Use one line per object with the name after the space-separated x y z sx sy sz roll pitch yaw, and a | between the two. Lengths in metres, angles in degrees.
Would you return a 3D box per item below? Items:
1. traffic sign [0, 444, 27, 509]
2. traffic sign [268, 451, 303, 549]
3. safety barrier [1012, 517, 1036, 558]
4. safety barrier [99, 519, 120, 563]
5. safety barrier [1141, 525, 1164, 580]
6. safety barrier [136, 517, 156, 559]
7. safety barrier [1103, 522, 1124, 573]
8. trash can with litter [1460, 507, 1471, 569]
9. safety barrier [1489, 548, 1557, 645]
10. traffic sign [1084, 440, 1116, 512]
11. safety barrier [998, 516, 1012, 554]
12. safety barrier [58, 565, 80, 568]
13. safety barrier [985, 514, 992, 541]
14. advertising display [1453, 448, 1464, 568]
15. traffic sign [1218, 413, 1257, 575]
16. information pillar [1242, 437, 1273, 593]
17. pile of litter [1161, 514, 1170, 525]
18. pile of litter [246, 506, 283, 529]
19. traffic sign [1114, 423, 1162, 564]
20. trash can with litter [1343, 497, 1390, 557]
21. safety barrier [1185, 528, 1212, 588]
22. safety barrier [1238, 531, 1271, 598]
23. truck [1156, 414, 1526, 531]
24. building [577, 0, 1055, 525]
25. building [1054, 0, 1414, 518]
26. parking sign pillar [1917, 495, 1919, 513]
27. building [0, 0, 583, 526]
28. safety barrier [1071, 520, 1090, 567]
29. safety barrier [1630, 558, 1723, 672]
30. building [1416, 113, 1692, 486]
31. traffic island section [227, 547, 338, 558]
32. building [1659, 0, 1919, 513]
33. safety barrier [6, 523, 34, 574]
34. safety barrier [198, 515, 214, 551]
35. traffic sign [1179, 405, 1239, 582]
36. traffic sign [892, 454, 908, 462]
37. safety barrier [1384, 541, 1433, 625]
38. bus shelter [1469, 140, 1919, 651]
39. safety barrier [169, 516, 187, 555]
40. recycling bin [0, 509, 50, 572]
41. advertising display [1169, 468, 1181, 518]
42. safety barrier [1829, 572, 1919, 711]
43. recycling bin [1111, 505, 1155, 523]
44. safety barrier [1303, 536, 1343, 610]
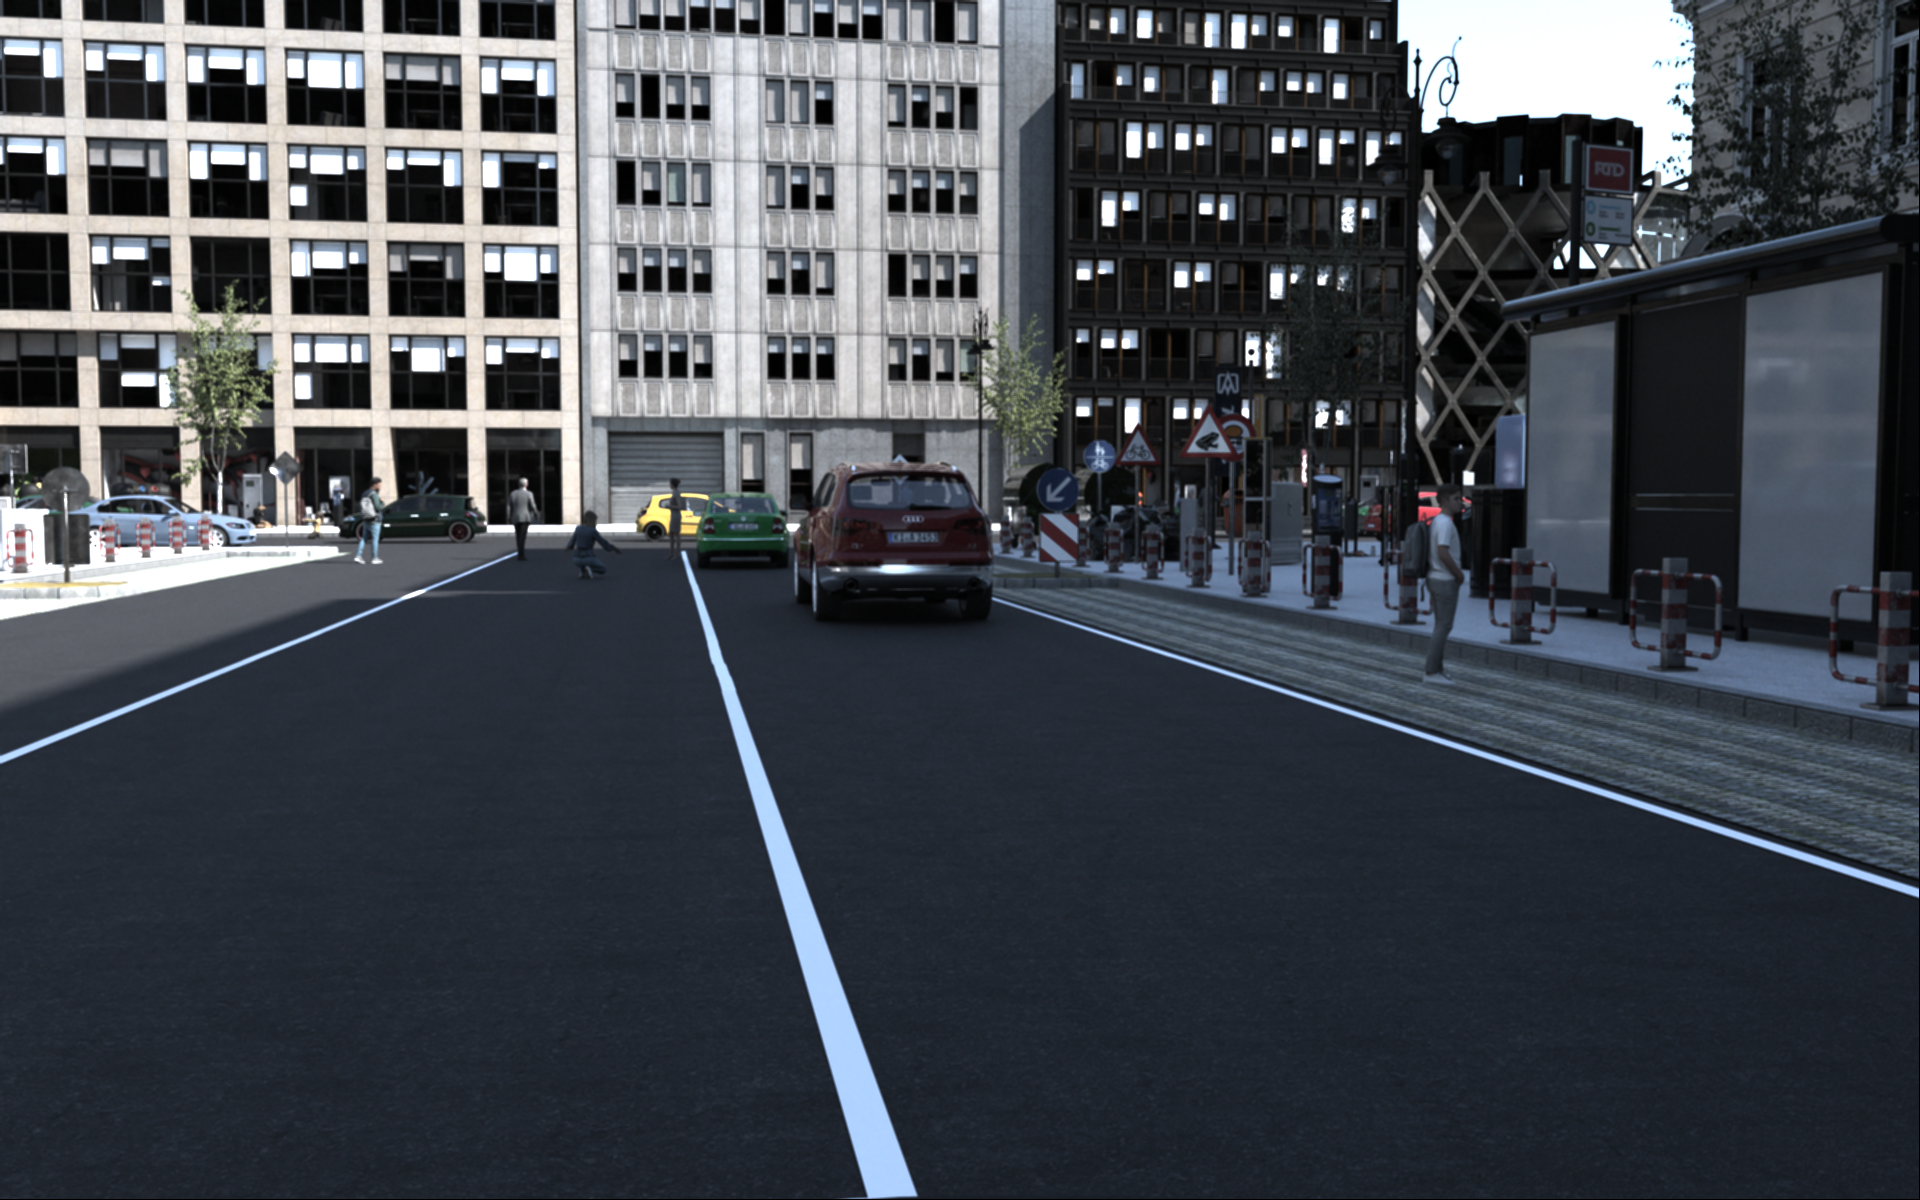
-19.547 -2.055 35.729 0.606 2.300 0.079 0 4 0 | traffic sign
-15.787 -2.259 40.582 0.795 2.450 0.064 -1 4 -10 | traffic sign
1.364 -1.265 34.951 0.300 0.817 1.120 -1 4 -10 | safety barrier
-15.847 -1.101 32.280 0.300 0.817 1.120 -1 4 -10 | safety barrier
2.890 -0.717 26.005 0.300 0.817 1.120 -1 4 -10 | safety barrier
-16.229 -1.238 34.521 0.300 0.817 1.120 -1 4 -10 | safety barrier
2.506 -0.854 28.239 0.300 0.817 1.120 -1 4 -10 | safety barrier
8.505 -1.095 29.294 1.055 1.170 0.624 -1 4 -12 | trash can with litter
4.800 -0.032 14.804 0.300 0.817 1.120 -1 4 -10 | safety barrier
3.292 -2.495 40.904 0.768 2.556 0.104 0 4 -4 | traffic sign
0.986 -1.401 37.186 0.300 0.817 1.120 -1 4 -10 | safety barrier
-15.463 -0.964 30.036 0.300 0.817 1.120 -1 4 -10 | safety barrier
0.600 -1.539 39.432 0.300 0.817 1.120 -1 4 -10 | safety barrier
7.117 -1.197 24.783 0.123 1.923 0.974 1 4 15 | advertising display
4.299 -1.668 27.376 0.768 2.556 0.104 0 4 -7 | traffic sign
3.868 -1.104 22.537 0.304 2.012 0.304 2 4 26 | information pillar
3.991 -1.368 36.339 1.176 0.858 1.719 3 5 43 | pile of litter
-25.966 -3.062 64.025 1.719 0.858 1.176 1 4 18 | pile of litter
3.248 -1.940 31.729 0.884 2.594 0.081 0 4 -5 | traffic sign
8.108 -1.534 36.136 1.678 1.210 2.233 -1 4 -10 | trash can with litter
3.271 -0.581 23.770 0.300 0.817 1.120 -1 4 -10 | safety barrier
3.654 -0.443 21.522 0.300 0.817 1.120 -1 4 -10 | safety barrier
13.077 -4.194 58.329 18.799 4.110 2.967 0 4 -8 | truck
-6.766 -15.923 78.364 19.932 24.808 12.078 -1 4 -10 | building
11.150 -15.341 80.510 15.834 23.373 12.332 -1 4 -10 | building
40.959 -5.204 73.566 1.447 3.967 1.447 0 4 1 | parking sign pillar
-33.913 -16.645 76.655 34.151 26.468 19.350 -1 4 -10 | building
2.128 -0.991 30.475 0.300 0.817 1.120 -1 4 -10 | safety barrier
5.182 0.104 12.569 0.300 0.817 1.120 -1 4 -10 | safety barrier
27.274 -13.368 86.017 16.811 18.784 16.820 -1 4 -10 | building
-15.809 -1.123 40.640 2.009 0.180 2.903 -1 4 -10 | traffic island section
22.002 -14.630 25.106 13.634 28.700 20.117 -1 4 -10 | building
-15.082 -0.827 27.800 0.300 0.817 1.120 -1 4 -10 | safety barrier
-16.996 -1.513 39.014 0.300 0.817 1.120 -1 4 -10 | safety barrier
3.616 -1.545 25.266 0.884 2.594 0.081 0 4 -5 | traffic sign
-1.494 -2.407 42.989 0.795 2.450 0.064 -1 4 -10 | traffic sign
4.416 -0.170 17.051 0.300 0.817 1.120 -1 4 -10 | safety barrier
7.172 -2.432 17.389 2.179 5.291 8.768 -1 4 -10 | bus shelter
-16.607 -1.375 36.763 0.300 0.817 1.120 -1 4 -10 | safety barrier
-15.672 -1.000 28.897 0.722 1.027 0.722 -3 5 -42 | recycling bin
5.275 -2.280 42.495 0.123 1.923 0.974 1 4 16 | advertising display
5.564 0.242 10.318 0.300 0.817 1.120 -1 4 -10 | safety barrier
3.801 -1.558 38.029 0.722 1.027 0.722 -3 5 -41 | recycling bin
4.033 -0.306 19.286 0.300 0.817 1.120 -1 4 -10 | safety barrier
